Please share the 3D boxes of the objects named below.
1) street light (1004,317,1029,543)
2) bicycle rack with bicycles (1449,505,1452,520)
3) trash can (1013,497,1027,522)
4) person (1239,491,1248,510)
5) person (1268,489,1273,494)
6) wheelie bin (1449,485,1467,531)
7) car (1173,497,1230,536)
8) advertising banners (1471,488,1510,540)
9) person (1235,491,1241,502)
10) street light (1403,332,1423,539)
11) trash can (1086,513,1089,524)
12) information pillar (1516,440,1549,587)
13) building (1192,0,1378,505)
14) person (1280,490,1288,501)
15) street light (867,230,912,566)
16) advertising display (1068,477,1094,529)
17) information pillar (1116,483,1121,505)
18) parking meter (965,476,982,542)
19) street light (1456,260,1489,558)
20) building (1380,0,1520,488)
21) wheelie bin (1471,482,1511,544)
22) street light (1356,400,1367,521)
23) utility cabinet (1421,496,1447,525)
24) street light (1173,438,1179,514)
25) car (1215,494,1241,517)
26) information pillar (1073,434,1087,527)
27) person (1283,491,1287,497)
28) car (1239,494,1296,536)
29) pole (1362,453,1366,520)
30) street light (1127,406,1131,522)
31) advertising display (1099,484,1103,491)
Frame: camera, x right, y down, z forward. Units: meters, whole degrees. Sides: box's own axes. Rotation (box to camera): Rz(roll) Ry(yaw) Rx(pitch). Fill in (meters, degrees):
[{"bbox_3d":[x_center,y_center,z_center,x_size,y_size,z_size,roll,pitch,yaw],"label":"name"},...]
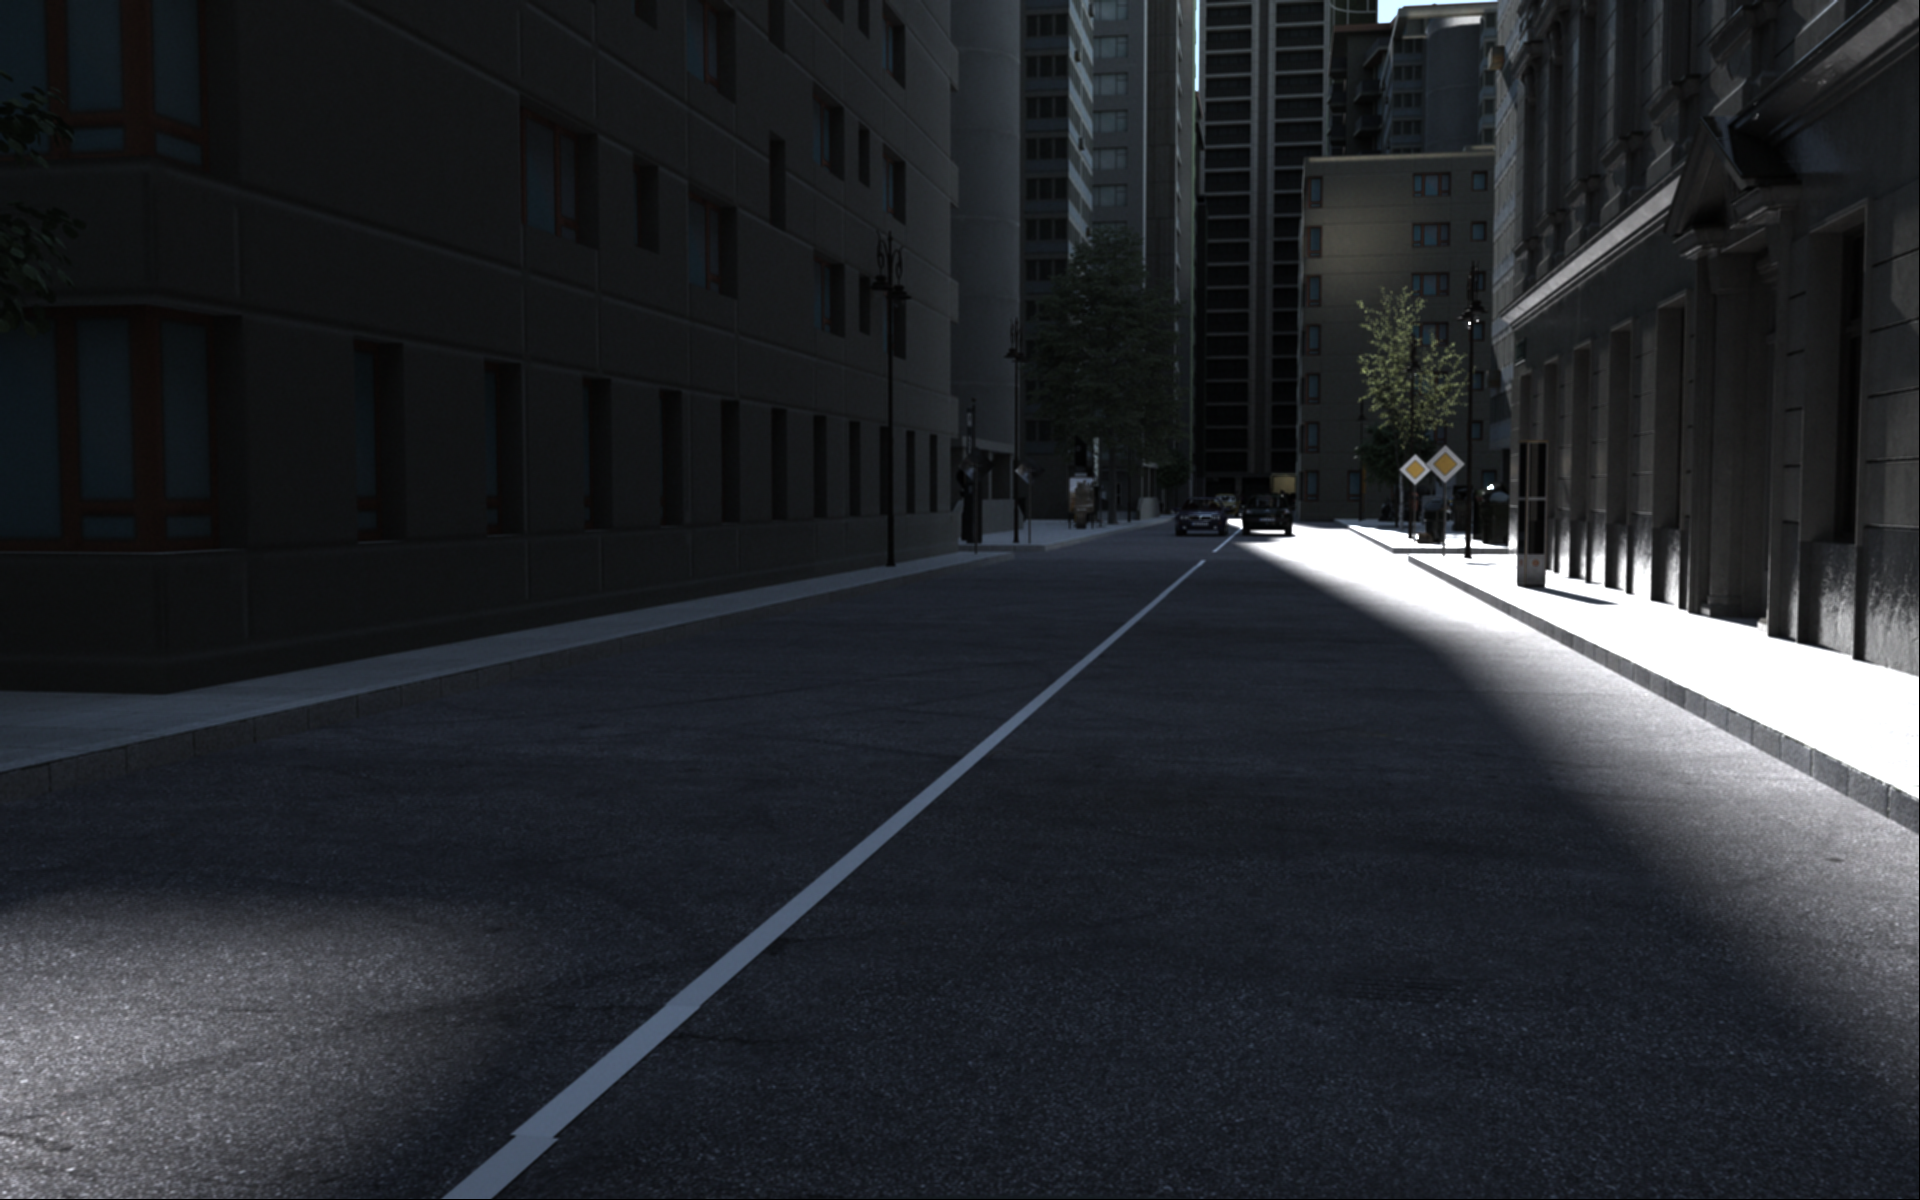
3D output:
[{"bbox_3d":[1.481,-4.446,45.479,0.468,5.910,1.993,1,4,10],"label":"street light"},{"bbox_3d":[25.082,-4.385,85.079,2.852,0.926,2.925,-1,4,-22],"label":"bicycle rack with bicycles"},{"bbox_3d":[2.566,-3.936,76.004,0.748,1.137,0.748,0,3,0],"label":"trash can"},{"bbox_3d":[26.236,-9.254,160.492,0.721,1.739,1.217,-2,4,-35],"label":"person"},{"bbox_3d":[23.729,-7.583,132.446,1.348,1.831,0.705,2,4,26],"label":"person"},{"bbox_3d":[17.354,-3.167,59.682,0.980,1.594,0.693,1,4,10],"label":"wheelie bin"},{"bbox_3d":[8.439,-2.918,60.293,1.945,1.354,3.894,1,4,10],"label":"car"},{"bbox_3d":[15.099,-3.156,47.794,2.074,3.025,0.090,3,4,38],"label":"advertising banners"},{"bbox_3d":[28.707,-10.435,179.823,1.217,1.736,0.721,3,4,36],"label":"person"},{"bbox_3d":[12.923,-4.694,49.527,0.468,5.910,1.993,1,4,10],"label":"street light"},{"bbox_3d":[5.315,-3.891,75.268,0.748,1.137,0.748,0,3,0],"label":"trash can"},{"bbox_3d":[7.894,-1.186,23.887,0.304,2.012,0.304,0,4,-5],"label":"information pillar"},{"bbox_3d":[39.273,-47.075,207.931,20.611,71.187,20.563,1,4,10],"label":"building"},{"bbox_3d":[23.199,-7.101,125.321,1.217,1.735,0.721,-1,4,-20],"label":"person"},{"bbox_3d":[-1.229,-3.536,30.605,0.468,5.910,1.993,1,4,10],"label":"street light"},{"bbox_3d":[4.462,-3.584,63.811,0.974,1.923,0.123,0,4,-7],"label":"advertising display"},{"bbox_3d":[10.660,-6.853,116.534,0.304,2.012,0.304,0,4,2],"label":"information pillar"},{"bbox_3d":[0.364,-2.438,45.573,0.399,1.863,0.255,3,4,36],"label":"parking meter"},{"bbox_3d":[10.152,-3.771,34.444,0.468,5.910,1.993,1,4,10],"label":"street light"},{"bbox_3d":[45.253,-26.956,132.609,32.217,40.220,23.993,1,4,10],"label":"building"},{"bbox_3d":[13.712,-2.224,44.264,0.693,1.594,0.980,-1,4,-19],"label":"wheelie bin"},{"bbox_3d":[19.159,-6.724,82.727,0.468,5.910,1.993,1,4,10],"label":"street light"},{"bbox_3d":[19.783,-3.737,72.268,1.020,1.237,0.306,3,5,43],"label":"utility cabinet"},{"bbox_3d":[14.186,-8.605,113.482,0.468,5.910,1.993,1,4,10],"label":"street light"},{"bbox_3d":[16.634,-6.020,108.657,2.015,1.641,3.980,1,4,10],"label":"car"},{"bbox_3d":[4.709,-4.672,67.735,0.504,3.616,0.183,2,4,24],"label":"information pillar"},{"bbox_3d":[26.040,-7.948,139.376,0.541,1.710,0.530,1,4,23],"label":"person"},{"bbox_3d":[10.847,-3.138,61.094,2.009,1.686,4.222,1,4,10],"label":"car"},{"bbox_3d":[19.965,-5.611,85.583,0.158,3.312,0.155,0,3,0],"label":"pole"},{"bbox_3d":[7.755,-6.509,79.211,0.468,5.910,1.993,1,4,10],"label":"street light"},{"bbox_3d":[9.399,-6.758,115.701,0.123,1.923,0.974,1,4,18],"label":"advertising display"}]
